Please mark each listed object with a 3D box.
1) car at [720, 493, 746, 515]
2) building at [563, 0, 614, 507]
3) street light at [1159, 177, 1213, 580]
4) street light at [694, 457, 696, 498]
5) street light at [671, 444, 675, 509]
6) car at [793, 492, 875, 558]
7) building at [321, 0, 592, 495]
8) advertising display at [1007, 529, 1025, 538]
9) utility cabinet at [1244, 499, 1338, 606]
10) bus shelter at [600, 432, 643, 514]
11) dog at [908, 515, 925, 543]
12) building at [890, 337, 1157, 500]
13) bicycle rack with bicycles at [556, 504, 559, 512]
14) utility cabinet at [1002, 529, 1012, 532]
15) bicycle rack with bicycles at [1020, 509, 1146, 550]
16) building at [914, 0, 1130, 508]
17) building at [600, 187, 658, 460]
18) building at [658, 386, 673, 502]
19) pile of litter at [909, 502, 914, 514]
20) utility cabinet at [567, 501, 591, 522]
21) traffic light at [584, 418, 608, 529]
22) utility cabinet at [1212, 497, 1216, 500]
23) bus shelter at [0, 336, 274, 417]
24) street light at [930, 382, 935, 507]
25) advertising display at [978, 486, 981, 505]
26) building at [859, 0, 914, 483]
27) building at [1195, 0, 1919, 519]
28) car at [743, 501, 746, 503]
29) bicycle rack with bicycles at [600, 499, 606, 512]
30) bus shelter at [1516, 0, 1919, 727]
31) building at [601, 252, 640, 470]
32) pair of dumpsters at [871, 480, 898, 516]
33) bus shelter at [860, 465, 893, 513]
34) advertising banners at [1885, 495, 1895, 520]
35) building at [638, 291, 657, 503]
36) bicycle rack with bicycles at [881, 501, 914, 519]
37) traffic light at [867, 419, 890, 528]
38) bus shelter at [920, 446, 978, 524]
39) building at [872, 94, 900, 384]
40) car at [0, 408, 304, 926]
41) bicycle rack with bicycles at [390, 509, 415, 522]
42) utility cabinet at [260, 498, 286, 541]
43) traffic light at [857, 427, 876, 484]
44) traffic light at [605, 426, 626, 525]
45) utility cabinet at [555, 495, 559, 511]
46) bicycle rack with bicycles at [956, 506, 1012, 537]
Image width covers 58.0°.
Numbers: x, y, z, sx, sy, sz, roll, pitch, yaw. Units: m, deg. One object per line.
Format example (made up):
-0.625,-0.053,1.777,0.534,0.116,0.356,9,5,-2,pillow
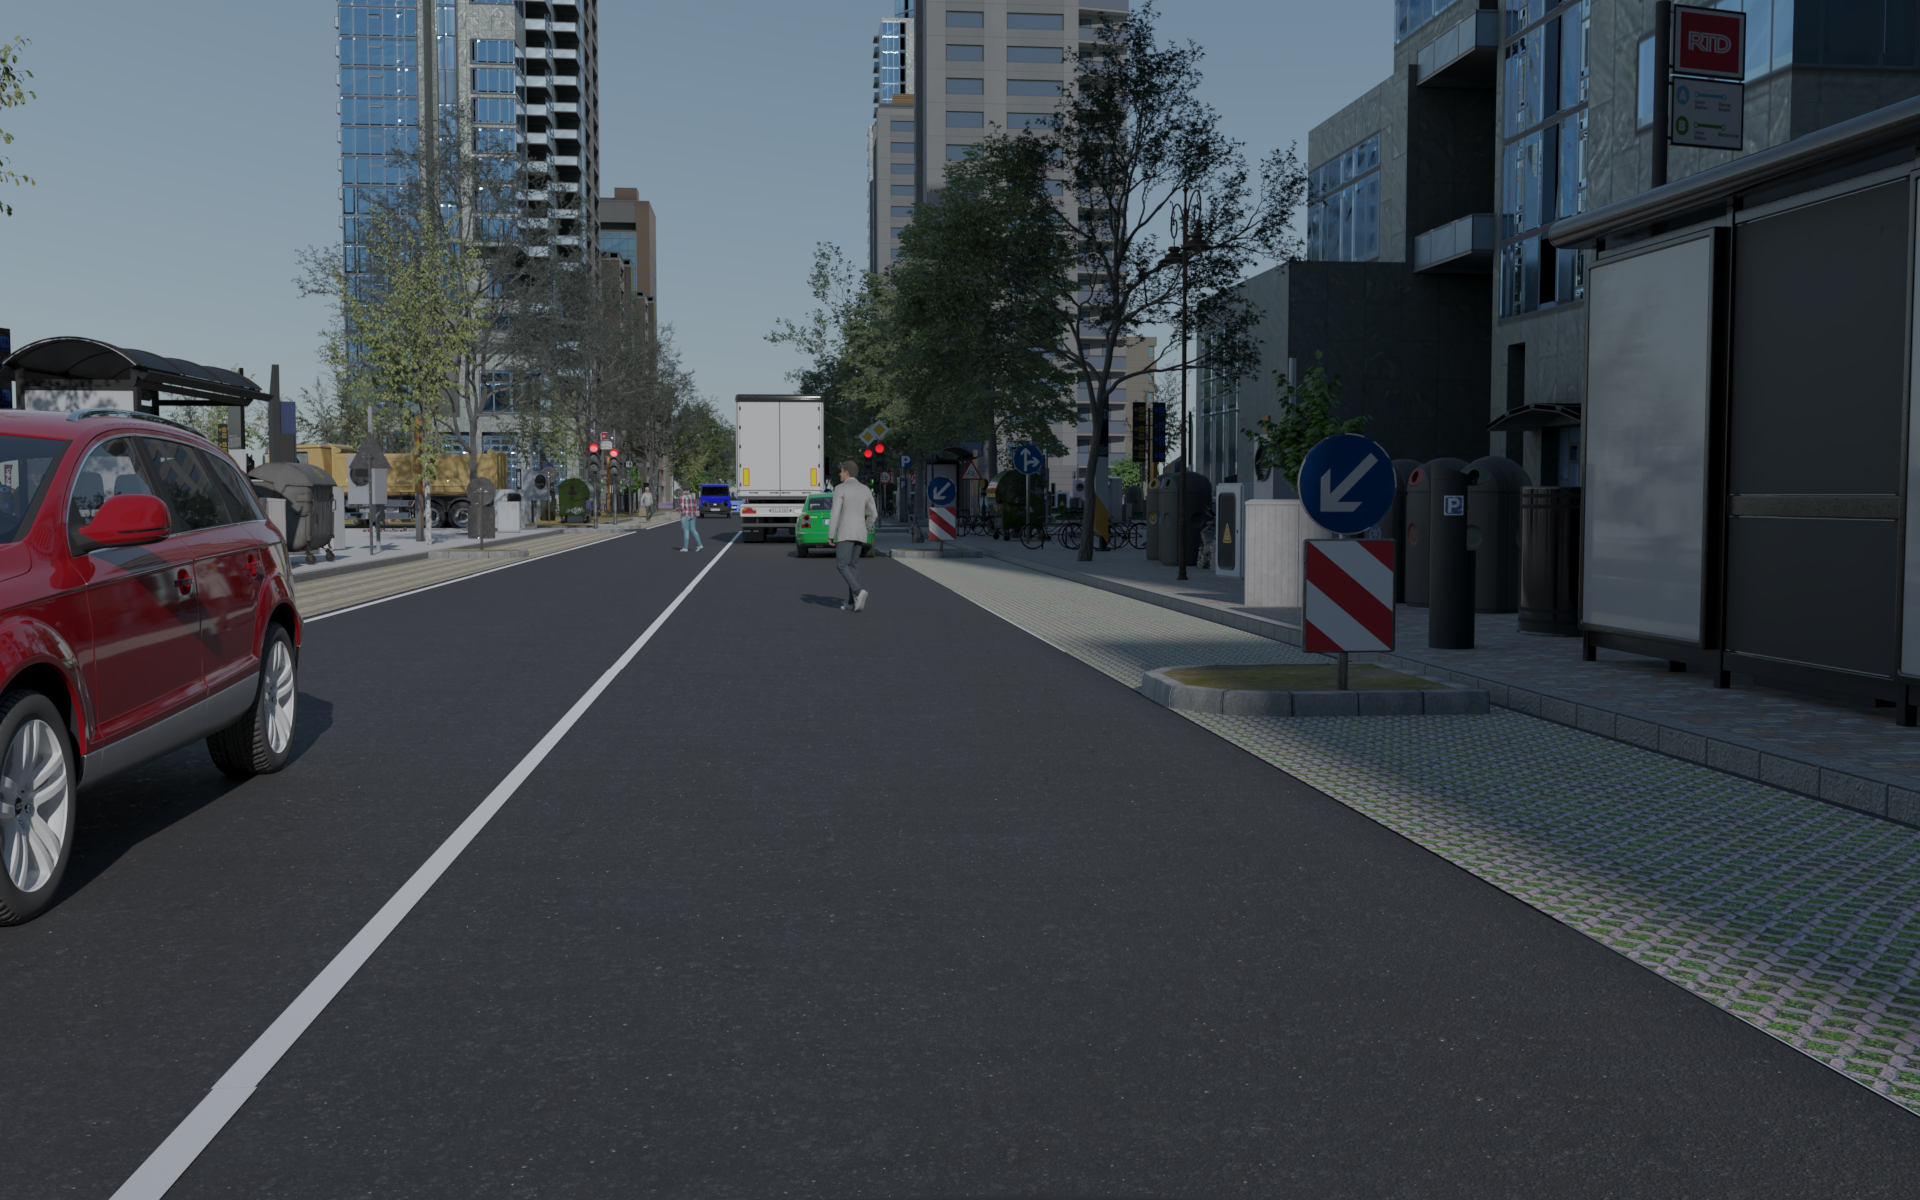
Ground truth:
-16.048,-6.864,121.820,1.945,1.707,3.694,0,4,-8,car
-47.069,-45.671,184.967,20.563,71.187,20.611,0,4,-6,building
3.326,-3.237,25.710,0.468,5.910,1.993,0,4,-6,street light
-28.827,-13.205,188.684,0.468,5.910,1.993,0,4,-6,street light
-24.641,-10.775,148.950,0.468,5.910,1.993,0,4,-6,street light
-2.917,-1.930,40.356,1.959,1.807,4.718,0,4,-5,car
-44.997,-51.724,158.355,22.319,86.520,31.000,0,4,-6,building
1.646,-2.763,50.384,0.123,1.923,0.974,2,4,35,advertising display
3.800,-0.535,19.907,1.020,1.237,0.306,1,4,23,utility cabinet
-22.366,-8.369,114.467,2.179,5.291,8.768,0,4,-6,bus shelter
-1.286,-2.056,50.444,0.513,0.831,0.800,0,4,3,dog
6.329,-21.914,203.336,27.650,21.520,28.899,0,4,-6,building
-29.317,-6.567,120.746,2.925,0.926,2.852,0,4,6,bicycle rack with bicycles
1.671,-2.943,59.282,0.306,1.237,1.020,1,4,14,utility cabinet
3.158,-1.664,40.591,2.925,0.926,2.852,1,4,23,bicycle rack with bicycles
5.909,-38.624,173.498,21.231,58.520,28.212,0,4,-6,building
-52.240,-37.068,256.166,14.600,45.320,14.200,0,4,-6,building
-60.926,-26.484,278.051,27.650,21.520,28.899,0,4,-6,building
-2.958,-5.969,111.550,1.176,0.858,1.719,0,4,1,pile of litter
-17.242,-4.252,78.192,1.173,1.500,0.318,1,4,18,utility cabinet
-13.449,-4.586,63.895,0.839,4.253,0.868,0,4,-6,traffic light
5.729,-1.690,38.788,1.020,1.237,0.306,1,4,8,utility cabinet
-11.708,-1.900,24.985,2.014,3.302,5.546,0,4,-6,bus shelter
-1.025,-5.632,64.868,0.468,5.910,1.993,0,4,-6,street light
1.524,-7.985,135.767,0.123,1.923,0.974,0,4,5,advertising display
-6.690,-59.865,291.470,22.319,86.520,31.000,0,4,-6,building
20.684,-44.591,41.728,22.319,86.520,31.000,0,4,-6,building
-22.398,-10.465,183.681,1.945,1.354,3.894,0,4,-4,car
-24.328,-6.621,121.637,2.852,0.926,2.925,0,4,-5,bicycle rack with bicycles
5.741,-2.092,11.830,2.179,5.291,8.768,0,4,-6,bus shelter
-45.880,-26.426,203.762,14.160,30.474,14.107,0,4,-6,building
-4.340,-6.030,101.088,1.574,2.255,4.437,0,4,-6,pair of dumpsters
-5.772,-7.691,119.678,2.014,3.302,5.546,0,4,-6,bus shelter
8.200,-1.106,14.266,0.090,3.025,2.074,0,4,-3,advertising banners
-50.033,-28.804,242.647,14.160,30.474,14.107,0,4,-6,building
-2.596,-4.664,89.637,2.852,0.926,2.925,-2,4,-31,bicycle rack with bicycles
-3.048,-4.654,65.018,0.839,4.253,0.868,0,4,-6,traffic light
-0.515,-5.003,75.715,2.014,3.302,5.546,0,4,-6,bus shelter
-2.669,-44.060,262.376,21.231,58.520,28.212,0,4,-6,building
-4.305,0.084,7.301,2.281,1.827,5.304,0,4,-7,car
-25.613,-4.167,81.505,2.852,0.926,2.925,3,4,36,bicycle rack with bicycles
-11.591,-1.107,29.255,0.306,1.237,1.020,-2,4,-28,utility cabinet
-3.896,-5.140,72.958,0.839,4.253,0.868,0,4,-6,traffic light
-14.297,-5.071,71.835,0.839,4.253,0.868,0,4,-6,traffic light
-31.182,-7.486,133.553,1.020,1.237,0.306,2,4,25,utility cabinet
1.084,-2.434,53.182,2.925,0.926,2.852,0,4,-5,bicycle rack with bicycles
